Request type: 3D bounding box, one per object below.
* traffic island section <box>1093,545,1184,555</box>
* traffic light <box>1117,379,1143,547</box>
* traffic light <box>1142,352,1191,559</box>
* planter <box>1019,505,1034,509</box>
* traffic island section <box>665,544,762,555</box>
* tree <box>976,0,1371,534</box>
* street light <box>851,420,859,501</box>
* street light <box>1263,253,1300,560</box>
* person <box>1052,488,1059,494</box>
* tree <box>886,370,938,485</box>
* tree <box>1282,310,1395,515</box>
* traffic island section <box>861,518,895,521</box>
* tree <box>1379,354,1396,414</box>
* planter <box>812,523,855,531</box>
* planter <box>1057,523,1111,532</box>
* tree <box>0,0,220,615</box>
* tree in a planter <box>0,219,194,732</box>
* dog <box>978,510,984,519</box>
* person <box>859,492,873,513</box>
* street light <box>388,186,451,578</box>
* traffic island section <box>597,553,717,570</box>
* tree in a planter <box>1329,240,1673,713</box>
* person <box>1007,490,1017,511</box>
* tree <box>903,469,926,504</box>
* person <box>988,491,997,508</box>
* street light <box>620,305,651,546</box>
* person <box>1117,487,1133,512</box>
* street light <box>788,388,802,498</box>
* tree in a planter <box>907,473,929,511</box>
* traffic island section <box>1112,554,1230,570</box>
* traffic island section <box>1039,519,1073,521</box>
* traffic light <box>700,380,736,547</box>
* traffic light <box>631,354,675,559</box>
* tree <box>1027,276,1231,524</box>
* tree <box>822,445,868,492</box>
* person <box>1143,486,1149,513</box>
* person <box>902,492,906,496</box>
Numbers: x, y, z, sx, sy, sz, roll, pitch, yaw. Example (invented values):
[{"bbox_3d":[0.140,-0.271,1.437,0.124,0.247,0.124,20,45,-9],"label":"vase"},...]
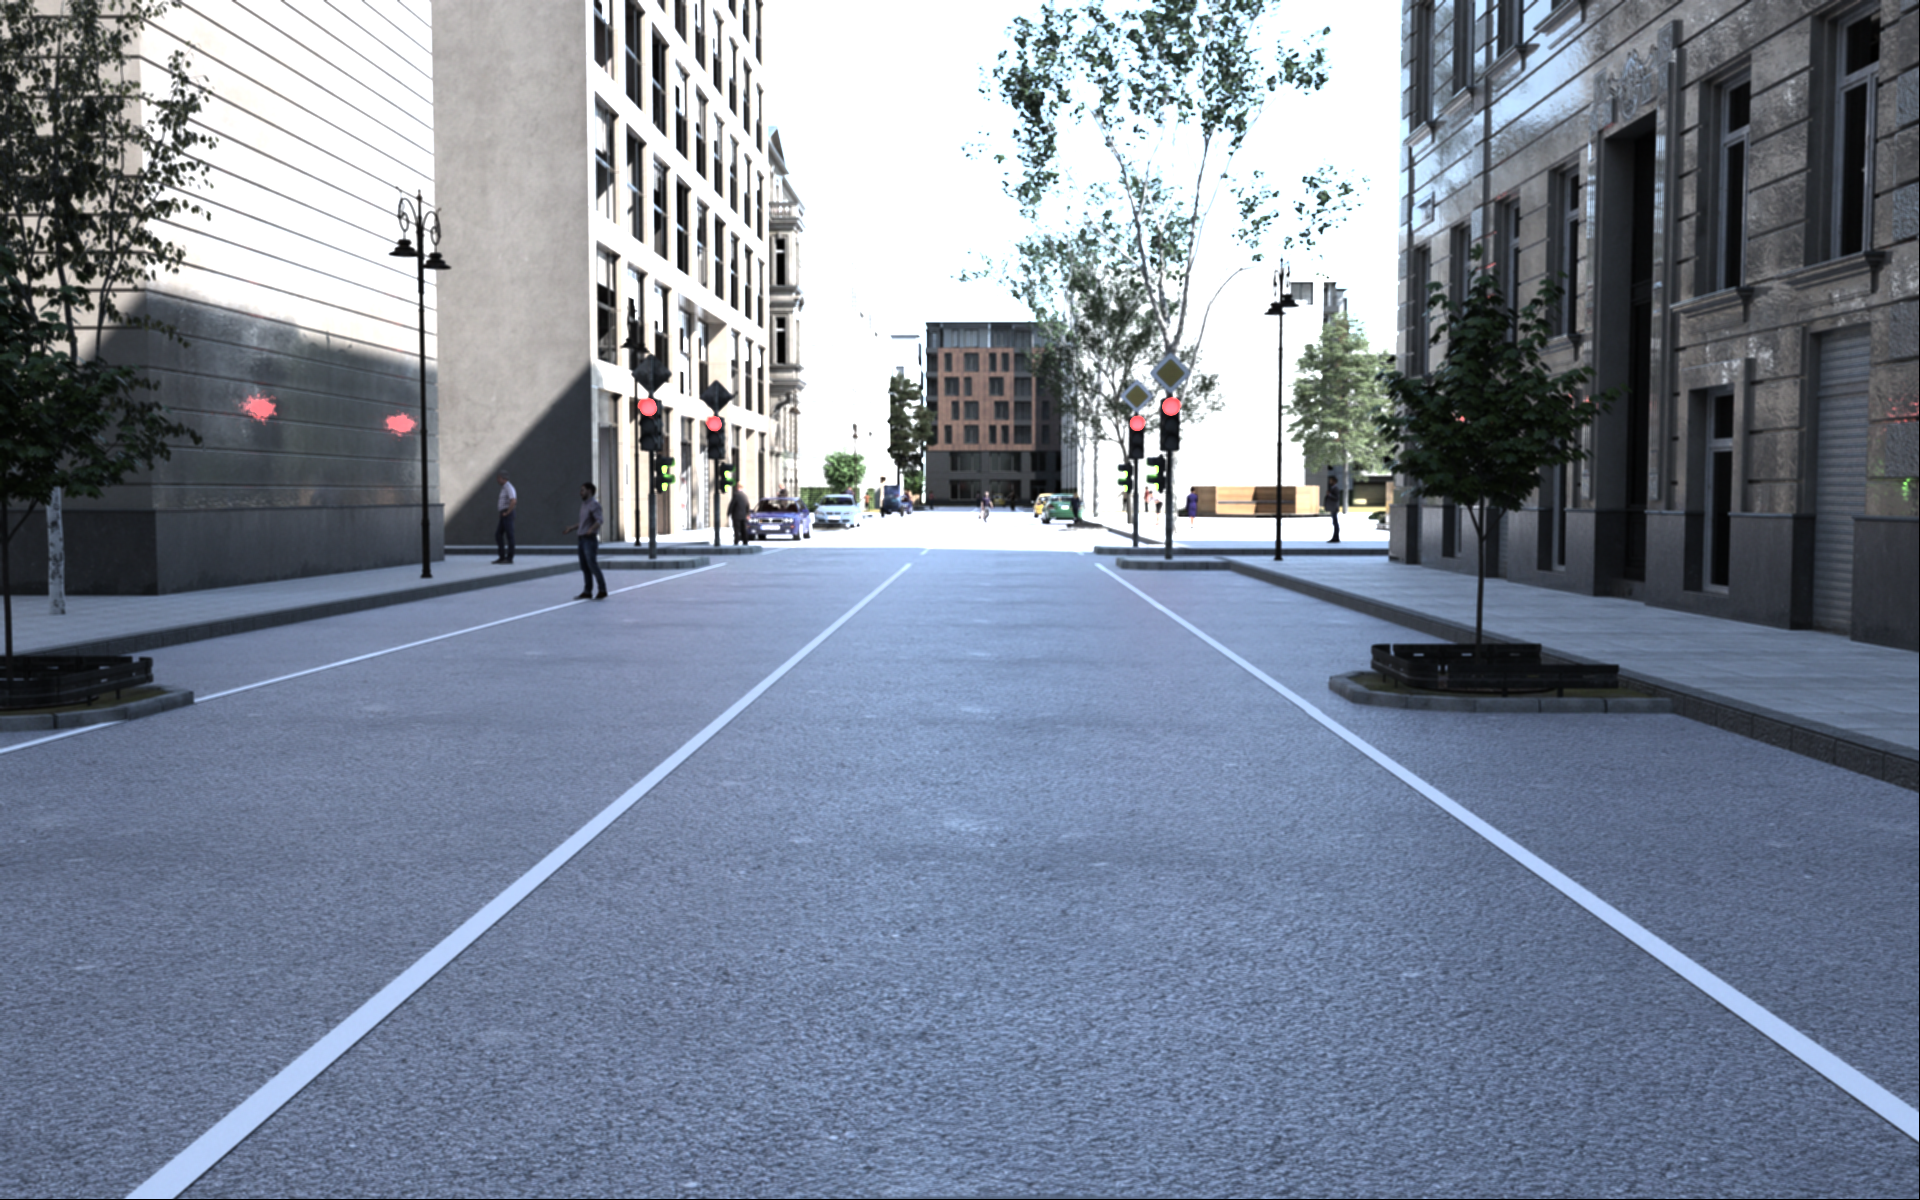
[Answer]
[{"bbox_3d":[4.290,-1.212,42.092,2.009,0.180,2.903,0,4,1],"label":"traffic island section"},{"bbox_3d":[4.250,-3.225,41.980,0.839,4.213,0.868,0,4,1],"label":"traffic light"},{"bbox_3d":[4.092,-2.737,33.997,0.839,4.213,0.868,0,4,1],"label":"traffic light"},{"bbox_3d":[6.843,-9.166,171.000,1.991,0.319,1.994,0,4,1],"label":"planter"},{"bbox_3d":[-5.949,-1.224,42.299,2.009,0.180,2.903,0,4,1],"label":"traffic island section"},{"bbox_3d":[6.339,-12.054,52.965,12.611,20.169,13.585,0,3,0],"label":"tree"},{"bbox_3d":[-6.561,-8.325,108.902,0.468,5.910,1.993,0,4,1],"label":"street light"},{"bbox_3d":[6.168,-3.706,33.377,0.468,5.910,1.993,0,4,1],"label":"street light"},{"bbox_3d":[9.160,-9.805,166.322,1.348,1.831,0.705,-2,4,-29],"label":"person"},{"bbox_3d":[-6.114,-16.538,177.822,7.806,13.903,7.818,0,3,0],"label":"tree"},{"bbox_3d":[23.592,-11.583,107.515,7.486,12.596,7.792,0,3,0],"label":"tree"},{"bbox_3d":[-4.592,-4.389,94.634,1.991,0.108,1.994,0,4,1],"label":"traffic island section"},{"bbox_3d":[19.210,-7.318,70.007,4.737,8.622,4.395,0,3,0],"label":"tree"},{"bbox_3d":[-5.129,-2.847,67.689,1.991,0.319,1.994,0,4,1],"label":"planter"},{"bbox_3d":[4.771,-2.804,66.985,1.991,0.319,1.994,0,4,1],"label":"planter"},{"bbox_3d":[-9.558,-4.134,17.960,4.360,8.622,3.978,0,3,0],"label":"tree"},{"bbox_3d":[-6.227,-0.858,11.251,1.991,3.239,1.994,0,4,1],"label":"tree in a planter"},{"bbox_3d":[1.160,-4.992,98.455,0.800,0.831,0.513,0,4,4],"label":"dog"},{"bbox_3d":[-6.481,-6.791,120.329,1.065,1.426,0.557,-2,4,-26],"label":"person"},{"bbox_3d":[-8.186,-3.279,26.399,0.468,5.910,1.993,0,4,1],"label":"street light"},{"bbox_3d":[-6.107,-0.736,34.315,2.009,0.180,2.903,0,4,1],"label":"traffic island section"},{"bbox_3d":[3.694,-0.918,12.231,1.991,3.239,1.994,0,4,1],"label":"tree in a planter"},{"bbox_3d":[4.449,-8.436,146.955,0.721,1.766,1.217,-3,4,-38],"label":"person"},{"bbox_3d":[-5.437,-12.928,195.079,4.285,4.588,4.351,0,3,0],"label":"tree"},{"bbox_3d":[3.308,-10.339,178.261,1.217,1.735,0.721,1,4,11],"label":"person"},{"bbox_3d":[-7.949,-4.266,42.544,0.468,5.910,1.993,0,4,1],"label":"street light"},{"bbox_3d":[11.940,-7.268,124.889,1.348,1.823,0.705,1,4,14],"label":"person"},{"bbox_3d":[-7.207,-6.296,75.722,0.468,5.910,1.993,0,4,1],"label":"street light"},{"bbox_3d":[-3.620,-8.986,144.143,1.991,3.239,1.994,0,4,1],"label":"tree in a planter"},{"bbox_3d":[4.132,-0.723,34.109,2.009,0.180,2.903,0,4,1],"label":"traffic island section"},{"bbox_3d":[5.330,-4.385,94.568,1.991,0.108,1.994,0,4,1],"label":"traffic island section"},{"bbox_3d":[-5.909,-3.237,42.165,0.839,4.213,0.868,0,4,1],"label":"traffic light"},{"bbox_3d":[-6.067,-2.748,34.181,0.839,4.213,0.868,0,4,1],"label":"traffic light"},{"bbox_3d":[7.210,-8.501,73.409,8.767,10.594,7.601,0,4,-3],"label":"tree"},{"bbox_3d":[-7.728,-8.065,115.575,4.285,4.588,4.351,0,3,0],"label":"tree"},{"bbox_3d":[12.761,-6.901,118.814,0.705,1.831,1.348,0,4,-4],"label":"person"},{"bbox_3d":[-5.492,-9.707,167.938,0.799,1.438,0.628,-3,5,-41],"label":"person"}]
